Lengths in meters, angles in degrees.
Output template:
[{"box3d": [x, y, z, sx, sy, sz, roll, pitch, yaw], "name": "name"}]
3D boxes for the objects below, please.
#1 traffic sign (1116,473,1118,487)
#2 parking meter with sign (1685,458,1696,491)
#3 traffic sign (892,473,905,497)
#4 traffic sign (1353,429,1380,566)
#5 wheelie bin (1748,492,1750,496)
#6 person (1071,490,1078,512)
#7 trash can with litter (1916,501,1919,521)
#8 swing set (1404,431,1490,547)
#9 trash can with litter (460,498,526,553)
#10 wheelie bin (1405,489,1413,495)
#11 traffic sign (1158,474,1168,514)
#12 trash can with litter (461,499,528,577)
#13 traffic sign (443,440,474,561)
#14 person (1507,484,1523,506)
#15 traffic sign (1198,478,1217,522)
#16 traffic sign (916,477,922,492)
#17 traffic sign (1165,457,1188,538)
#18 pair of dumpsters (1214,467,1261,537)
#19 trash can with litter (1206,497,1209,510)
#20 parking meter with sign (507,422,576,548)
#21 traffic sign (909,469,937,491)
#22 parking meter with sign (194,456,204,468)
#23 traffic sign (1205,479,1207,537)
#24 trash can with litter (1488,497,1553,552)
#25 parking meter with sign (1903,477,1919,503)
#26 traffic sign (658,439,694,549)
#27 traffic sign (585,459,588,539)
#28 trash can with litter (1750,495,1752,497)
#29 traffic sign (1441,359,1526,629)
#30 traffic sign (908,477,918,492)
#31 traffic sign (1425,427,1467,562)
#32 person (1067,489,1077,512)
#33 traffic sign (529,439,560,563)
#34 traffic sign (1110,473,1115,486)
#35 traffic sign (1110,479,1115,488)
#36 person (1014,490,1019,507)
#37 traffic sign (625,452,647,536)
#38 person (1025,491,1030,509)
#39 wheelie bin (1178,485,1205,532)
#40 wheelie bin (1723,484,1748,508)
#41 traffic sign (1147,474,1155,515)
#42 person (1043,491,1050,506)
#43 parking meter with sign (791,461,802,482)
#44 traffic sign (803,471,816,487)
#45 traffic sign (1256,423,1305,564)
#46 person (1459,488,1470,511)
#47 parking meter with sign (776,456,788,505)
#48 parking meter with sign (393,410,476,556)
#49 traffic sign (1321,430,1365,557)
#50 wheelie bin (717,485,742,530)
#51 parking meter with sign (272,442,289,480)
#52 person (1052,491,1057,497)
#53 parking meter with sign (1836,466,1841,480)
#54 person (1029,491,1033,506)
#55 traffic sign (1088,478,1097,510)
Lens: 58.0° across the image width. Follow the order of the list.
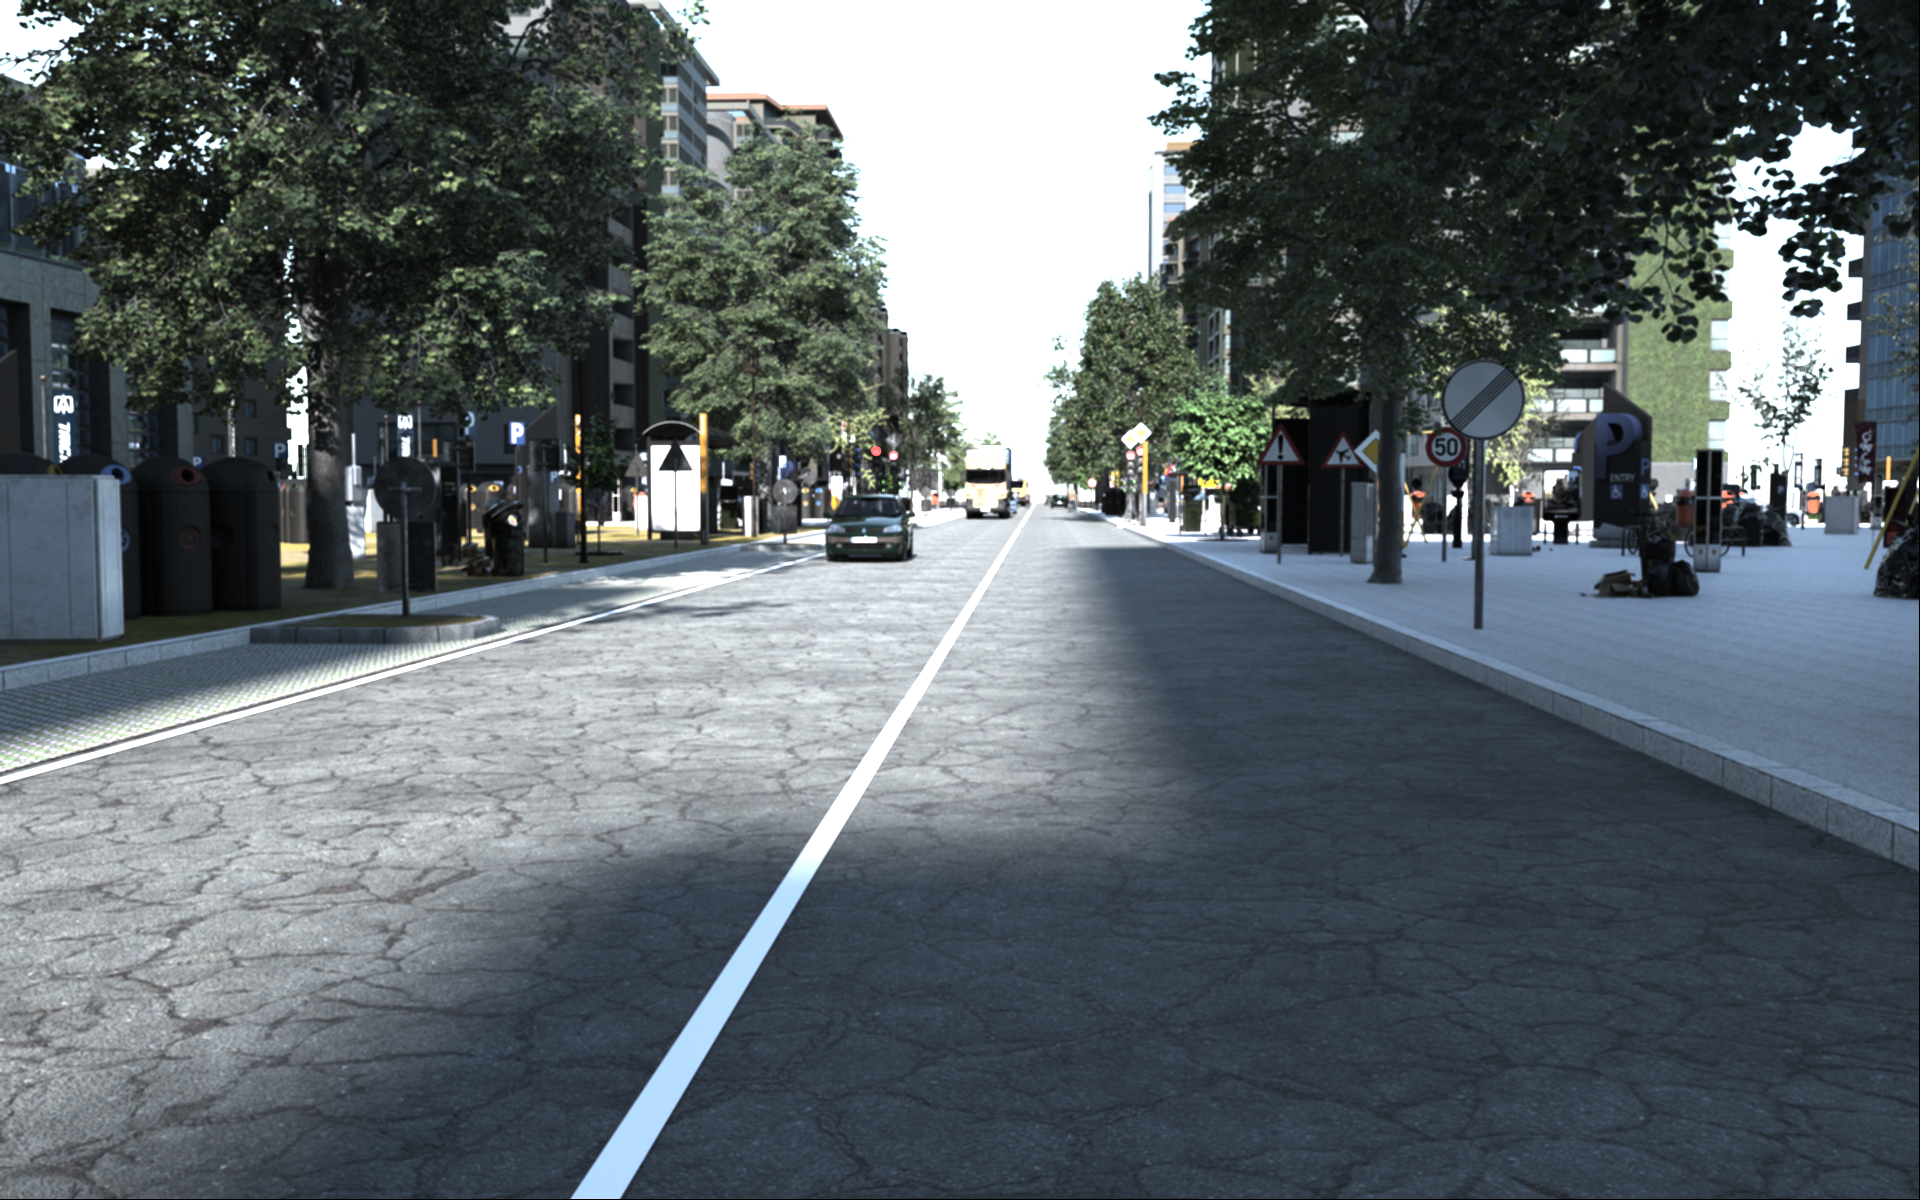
[{"box3d": [14.034, -9.209, 144.444, 2.265, 3.308, 0.079, 0, 4, 4], "name": "traffic sign"}, {"box3d": [35.840, -5.415, 84.791, 0.543, 3.016, 1.738, 0, 4, 5], "name": "parking meter with sign"}, {"box3d": [-3.731, -6.387, 104.540, 0.768, 2.556, 0.104, 0, 4, 7], "name": "traffic sign"}, {"box3d": [7.366, -1.808, 30.754, 0.795, 2.450, 0.064, 0, 4, 5], "name": "traffic sign"}, {"box3d": [49.464, -6.210, 109.433, 0.693, 1.594, 0.980, -2, 4, -26], "name": "wheelie bin"}, {"box3d": [9.349, -8.106, 141.615, 0.643, 1.750, 0.593, 0, 4, -1], "name": "person"}, {"box3d": [18.419, -1.300, 32.313, 2.233, 1.210, 1.678, -1, 4, -23], "name": "trash can with litter"}, {"box3d": [11.533, -2.801, 43.410, 2.862, 2.851, 3.119, -1, 4, -22], "name": "swing set"}, {"box3d": [-10.640, -1.633, 37.757, 2.233, 1.210, 1.678, 0, 4, -6], "name": "trash can with litter"}, {"box3d": [27.602, -6.040, 106.662, 0.693, 1.594, 0.980, 2, 4, 35], "name": "wheelie bin"}, {"box3d": [13.082, -6.786, 111.060, 0.768, 2.556, 0.104, 1, 4, 10], "name": "traffic sign"}, {"box3d": [-7.295, -0.959, 27.064, 1.055, 1.170, 0.624, 1, 4, 13], "name": "trash can with litter"}, {"box3d": [-9.538, -1.887, 32.977, 0.606, 2.300, 0.079, 0, 4, 5], "name": "traffic sign"}, {"box3d": [23.024, -3.887, 71.823, 0.659, 1.850, 0.755, 1, 4, 14], "name": "person"}, {"box3d": [11.868, -5.153, 78.120, 2.265, 3.308, 0.079, 1, 4, 10], "name": "traffic sign"}, {"box3d": [-3.360, -8.182, 133.777, 0.884, 2.594, 0.081, 1, 4, 8], "name": "traffic sign"}, {"box3d": [6.492, -3.124, 51.079, 0.884, 2.594, 0.081, 1, 4, 11], "name": "traffic sign"}, {"box3d": [8.828, -3.117, 53.455, 1.574, 2.255, 4.437, 0, 4, 3], "name": "pair of dumpsters"}, {"box3d": [19.910, -7.824, 139.309, 1.055, 1.170, 0.624, -2, 4, -28], "name": "trash can with litter"}, {"box3d": [-10.009, -2.772, 41.582, 1.738, 3.016, 0.543, 2, 4, 28], "name": "parking meter with sign"}, {"box3d": [-3.018, -8.956, 140.311, 2.265, 3.308, 0.079, 1, 4, 9], "name": "traffic sign"}, {"box3d": [-35.406, -5.191, 81.126, 0.543, 3.016, 1.738, 0, 4, -5], "name": "parking meter with sign"}, {"box3d": [7.373, -3.108, 51.998, 0.795, 2.450, 0.064, 1, 4, 10], "name": "traffic sign"}, {"box3d": [12.605, -1.727, 39.288, 1.678, 1.210, 2.233, 1, 4, 10], "name": "trash can with litter"}, {"box3d": [69.681, -7.982, 126.771, 1.738, 3.016, 0.543, 0, 4, -8], "name": "parking meter with sign"}, {"box3d": [-6.678, -2.487, 40.669, 0.884, 2.594, 0.081, 1, 4, 10], "name": "traffic sign"}, {"box3d": [-10.746, -3.025, 49.560, 0.768, 2.556, 0.104, 1, 4, 12], "name": "traffic sign"}, {"box3d": [40.849, -4.812, 89.733, 1.678, 1.210, 2.233, 2, 4, 28], "name": "trash can with litter"}, {"box3d": [4.941, -0.998, 16.429, 0.768, 2.556, 0.104, 1, 4, 12], "name": "traffic sign"}, {"box3d": [-3.486, -7.864, 128.678, 0.768, 2.556, 0.104, 1, 4, 11], "name": "traffic sign"}, {"box3d": [9.189, -2.000, 32.798, 0.768, 2.556, 0.104, 1, 4, 9], "name": "traffic sign"}, {"box3d": [9.101, -8.052, 140.063, 0.836, 1.842, 0.656, 2, 4, 32], "name": "person"}, {"box3d": [-7.703, -1.836, 32.149, 0.606, 2.300, 0.079, 1, 4, 10], "name": "traffic sign"}, {"box3d": [13.413, -9.625, 151.249, 2.265, 3.308, 0.079, 0, 4, 3], "name": "traffic sign"}, {"box3d": [12.909, -9.094, 148.694, 0.884, 2.594, 0.081, 0, 4, 5], "name": "traffic sign"}, {"box3d": [6.242, -11.076, 189.455, 0.599, 1.838, 0.709, 2, 4, 32], "name": "person"}, {"box3d": [-9.897, -3.250, 53.140, 0.884, 2.594, 0.081, 1, 4, 11], "name": "traffic sign"}, {"box3d": [6.685, -9.920, 171.226, 0.617, 1.759, 0.750, 0, 4, -4], "name": "person"}, {"box3d": [7.840, -3.082, 58.304, 0.980, 1.594, 0.693, 0, 4, -5], "name": "wheelie bin"}, {"box3d": [23.918, -2.824, 54.076, 0.980, 1.594, 0.693, 1, 4, 18], "name": "wheelie bin"}, {"box3d": [11.787, -6.592, 107.893, 0.768, 2.556, 0.104, 0, 4, 6], "name": "traffic sign"}, {"box3d": [10.474, -12.260, 209.500, 0.990, 1.755, 0.434, 1, 4, 19], "name": "person"}, {"box3d": [-9.325, -5.866, 92.175, 1.738, 3.016, 0.543, -1, 4, -12], "name": "parking meter with sign"}, {"box3d": [-8.416, -5.923, 96.939, 0.768, 2.556, 0.104, 0, 4, 4], "name": "traffic sign"}, {"box3d": [5.863, -1.940, 31.728, 0.884, 2.594, 0.081, 1, 4, 9], "name": "traffic sign"}, {"box3d": [20.993, -3.872, 72.234, 0.576, 1.772, 0.534, 2, 4, 29], "name": "person"}, {"box3d": [-8.613, -5.006, 78.103, 1.738, 3.016, 0.543, -3, 5, -43], "name": "parking meter with sign"}, {"box3d": [-11.015, -2.442, 36.185, 1.738, 3.016, 0.543, 1, 4, 13], "name": "parking meter with sign"}, {"box3d": [7.804, -2.162, 35.355, 0.884, 2.594, 0.081, 0, 4, 5], "name": "traffic sign"}, {"box3d": [-8.396, -3.357, 62.798, 0.980, 1.594, 0.693, 0, 4, -5], "name": "wheelie bin"}, {"box3d": [-22.954, -3.752, 57.605, 0.543, 3.016, 1.738, 0, 4, 4], "name": "parking meter with sign"}, {"box3d": [12.653, -13.442, 228.351, 1.350, 1.814, 0.705, 0, 4, -8], "name": "person"}, {"box3d": [55.502, -6.864, 108.482, 0.543, 3.016, 1.738, 0, 4, 2], "name": "parking meter with sign"}, {"box3d": [8.741, -12.622, 214.863, 0.705, 1.824, 1.348, -1, 4, -18], "name": "person"}, {"box3d": [10.451, -8.352, 136.666, 0.768, 2.556, 0.104, 1, 4, 11], "name": "traffic sign"}]
